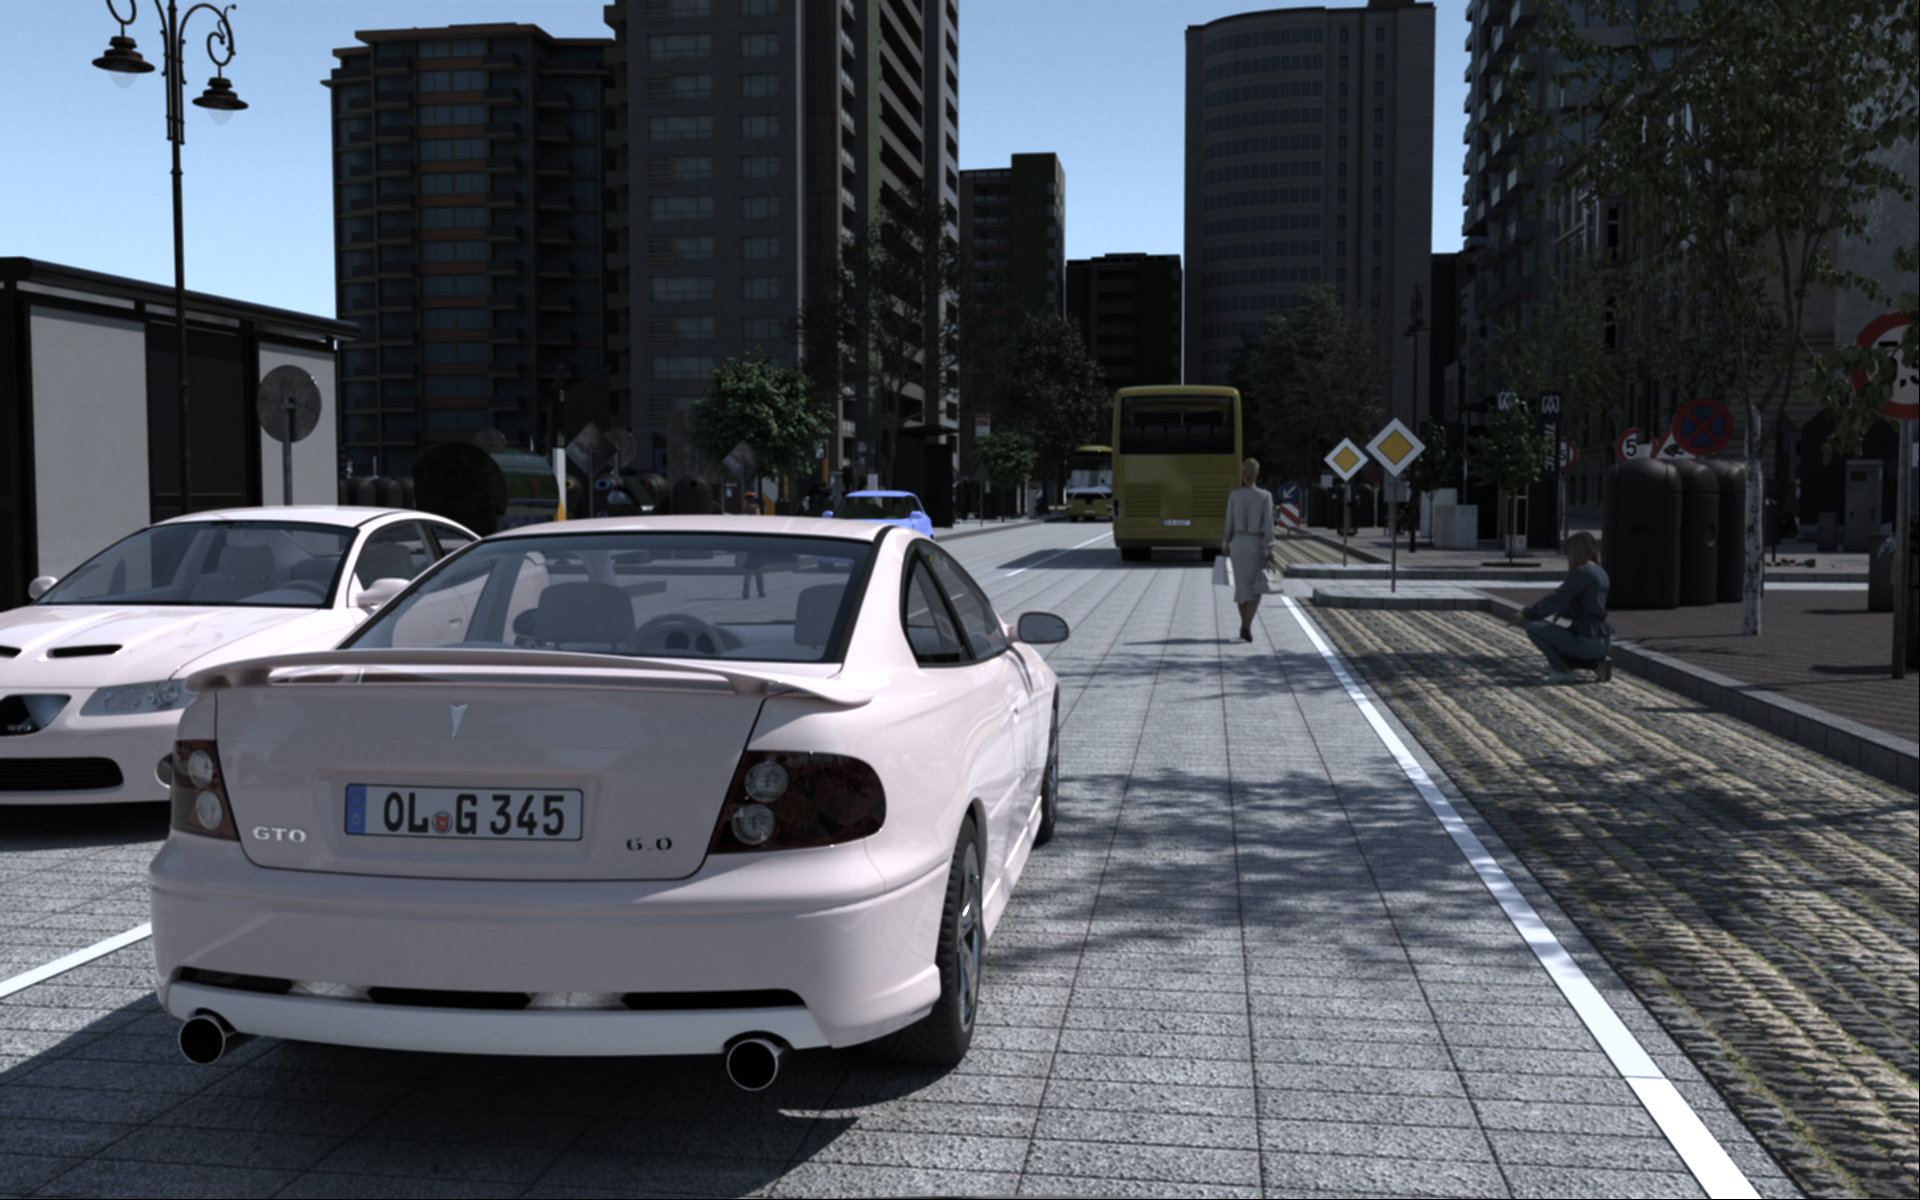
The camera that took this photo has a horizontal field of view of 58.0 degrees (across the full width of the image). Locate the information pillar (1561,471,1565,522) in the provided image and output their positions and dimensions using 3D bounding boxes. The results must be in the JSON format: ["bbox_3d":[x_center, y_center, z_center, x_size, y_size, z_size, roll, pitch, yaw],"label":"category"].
[{"bbox_3d":[27.991,-5.441,80.309,0.183,3.616,0.504,2,4,25],"label":"information pillar"}]

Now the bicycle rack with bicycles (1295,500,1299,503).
[{"bbox_3d":[20.937,-5.500,103.303,2.852,0.926,2.925,1,4,20],"label":"bicycle rack with bicycles"}]

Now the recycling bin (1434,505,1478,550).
[{"bbox_3d":[11.467,-1.683,40.066,0.722,1.027,0.722,-2,4,-34],"label":"recycling bin"}]

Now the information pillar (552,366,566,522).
[{"bbox_3d":[-7.288,-2.456,31.506,0.183,3.616,0.504,0,4,5],"label":"information pillar"}]

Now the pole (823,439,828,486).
[{"bbox_3d":[-5.008,-4.320,64.483,0.158,3.312,0.155,0,3,0],"label":"pole"}]

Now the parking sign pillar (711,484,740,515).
[{"bbox_3d":[-9.245,-4.872,68.133,1.447,3.967,1.447,2,4,35],"label":"parking sign pillar"}]

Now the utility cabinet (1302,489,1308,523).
[{"bbox_3d":[15.235,-4.068,75.199,0.318,1.500,1.173,0,4,0],"label":"utility cabinet"}]

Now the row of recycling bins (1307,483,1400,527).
[{"bbox_3d":[15.276,-3.681,67.303,3.534,1.692,1.069,1,4,16],"label":"row of recycling bins"}]

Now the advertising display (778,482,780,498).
[{"bbox_3d":[-9.491,-5.217,90.509,0.123,1.923,0.974,0,4,-8],"label":"advertising display"}]

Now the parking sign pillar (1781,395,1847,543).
[{"bbox_3d":[23.074,-3.524,46.091,1.447,3.967,1.447,-2,4,-25],"label":"parking sign pillar"}]

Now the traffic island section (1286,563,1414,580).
[{"bbox_3d":[6.801,-0.504,30.524,2.009,0.180,2.903,0,4,8],"label":"traffic island section"}]

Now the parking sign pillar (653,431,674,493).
[{"bbox_3d":[-12.338,-5.193,73.379,1.447,3.967,1.447,-1,4,-13],"label":"parking sign pillar"}]

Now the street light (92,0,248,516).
[{"bbox_3d":[-6.799,-2.588,15.102,0.468,5.910,1.993,0,4,8],"label":"street light"}]

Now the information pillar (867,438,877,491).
[{"bbox_3d":[-3.627,-4.931,71.970,0.504,3.616,0.183,3,5,39],"label":"information pillar"}]

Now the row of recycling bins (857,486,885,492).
[{"bbox_3d":[-4.387,-4.772,85.138,1.069,1.692,3.534,1,4,13],"label":"row of recycling bins"}]

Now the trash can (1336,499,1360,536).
[{"bbox_3d":[11.818,-2.519,52.837,0.748,1.137,0.748,0,3,0],"label":"trash can"}]

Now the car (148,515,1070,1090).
[{"bbox_3d":[-0.707,0.400,5.821,2.083,1.381,4.827,0,4,7],"label":"car"}]

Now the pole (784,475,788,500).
[{"bbox_3d":[-10.493,-6.753,104.247,0.158,3.312,0.155,0,3,0],"label":"pole"}]

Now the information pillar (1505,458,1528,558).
[{"bbox_3d":[11.203,-1.857,34.849,0.304,2.012,0.304,-1,4,-20],"label":"information pillar"}]

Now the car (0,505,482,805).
[{"bbox_3d":[-3.694,0.183,9.374,2.083,1.381,4.827,0,4,7],"label":"car"}]

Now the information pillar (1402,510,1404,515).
[{"bbox_3d":[26.302,-5.987,102.386,0.304,2.012,0.304,-1,4,-14],"label":"information pillar"}]

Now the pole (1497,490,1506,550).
[{"bbox_3d":[12.509,-2.819,39.926,0.158,3.312,0.155,0,3,0],"label":"pole"}]

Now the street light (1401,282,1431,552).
[{"bbox_3d":[9.973,-3.988,37.987,0.468,5.910,1.993,0,4,8],"label":"street light"}]

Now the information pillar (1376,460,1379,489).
[{"bbox_3d":[19.296,-5.428,80.103,0.183,3.616,0.504,0,4,3],"label":"information pillar"}]

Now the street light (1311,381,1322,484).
[{"bbox_3d":[14.665,-6.022,71.245,0.468,5.910,1.993,0,4,8],"label":"street light"}]

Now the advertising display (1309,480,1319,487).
[{"bbox_3d":[16.721,-4.693,81.942,0.123,1.923,0.974,2,4,32],"label":"advertising display"}]

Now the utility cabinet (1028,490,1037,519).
[{"bbox_3d":[3.694,-4.849,87.966,0.318,1.500,1.173,1,4,9],"label":"utility cabinet"}]

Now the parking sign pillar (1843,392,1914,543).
[{"bbox_3d":[22.486,-3.290,42.260,1.447,3.967,1.447,2,4,26],"label":"parking sign pillar"}]

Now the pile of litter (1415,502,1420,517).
[{"bbox_3d":[25.733,-5.148,98.138,1.176,0.858,1.719,-2,4,-28],"label":"pile of litter"}]

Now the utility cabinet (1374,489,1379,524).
[{"bbox_3d":[18.233,-3.995,74.002,1.173,1.500,0.318,-1,4,-23],"label":"utility cabinet"}]

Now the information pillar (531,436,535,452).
[{"bbox_3d":[-17.070,-4.769,69.329,0.183,3.616,0.504,-1,4,-23],"label":"information pillar"}]

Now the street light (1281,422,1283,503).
[{"bbox_3d":[19.354,-8.024,103.981,0.468,5.910,1.993,0,4,8],"label":"street light"}]

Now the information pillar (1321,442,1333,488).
[{"bbox_3d":[15.817,-5.095,74.652,0.504,3.616,0.183,1,4,22],"label":"information pillar"}]

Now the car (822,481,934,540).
[{"bbox_3d":[-1.583,-1.432,32.999,1.945,1.707,3.694,1,4,9],"label":"car"}]

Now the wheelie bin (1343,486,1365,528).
[{"bbox_3d":[14.968,-3.535,65.709,0.693,1.594,0.980,-1,4,-21],"label":"wheelie bin"}]

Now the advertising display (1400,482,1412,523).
[{"bbox_3d":[20.077,-4.437,77.753,0.123,1.923,0.974,-2,4,-24],"label":"advertising display"}]

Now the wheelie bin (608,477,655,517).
[{"bbox_3d":[-6.040,-1.457,31.736,0.693,1.594,0.980,1,4,14],"label":"wheelie bin"}]

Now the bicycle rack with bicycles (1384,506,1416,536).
[{"bbox_3d":[14.044,-2.429,53.095,2.852,0.926,2.925,3,5,39],"label":"bicycle rack with bicycles"}]

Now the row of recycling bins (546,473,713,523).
[{"bbox_3d":[-6.621,-1.677,34.534,3.534,1.692,1.069,1,4,10],"label":"row of recycling bins"}]

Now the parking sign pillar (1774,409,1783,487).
[{"bbox_3d":[26.479,-4.068,54.992,1.447,3.967,1.447,-2,4,-27],"label":"parking sign pillar"}]

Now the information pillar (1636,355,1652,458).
[{"bbox_3d":[11.454,-2.307,29.075,0.183,3.616,0.504,0,4,4],"label":"information pillar"}]

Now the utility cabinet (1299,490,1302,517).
[{"bbox_3d":[19.599,-5.441,97.638,1.173,1.500,0.318,-3,5,-40],"label":"utility cabinet"}]

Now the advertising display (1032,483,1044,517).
[{"bbox_3d":[4.427,-5.662,97.788,0.123,1.923,0.974,-2,4,-34],"label":"advertising display"}]

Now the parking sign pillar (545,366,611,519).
[{"bbox_3d":[-8.014,-2.929,36.369,1.447,3.967,1.447,-2,4,-26],"label":"parking sign pillar"}]

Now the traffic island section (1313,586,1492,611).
[{"bbox_3d":[5.677,-0.021,22.619,2.009,0.180,2.903,0,4,8],"label":"traffic island section"}]

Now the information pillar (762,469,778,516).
[{"bbox_3d":[-5.735,-3.736,52.445,0.504,3.616,0.183,-1,4,-18],"label":"information pillar"}]

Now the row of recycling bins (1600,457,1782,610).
[{"bbox_3d":[8.649,-0.819,20.511,1.069,1.692,3.534,3,5,43],"label":"row of recycling bins"}]

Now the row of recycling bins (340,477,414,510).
[{"bbox_3d":[-14.174,-2.108,41.579,1.069,1.692,3.534,1,4,21],"label":"row of recycling bins"}]

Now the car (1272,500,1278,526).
[{"bbox_3d":[13.326,-4.035,77.978,2.014,1.417,4.499,0,4,8],"label":"car"}]
